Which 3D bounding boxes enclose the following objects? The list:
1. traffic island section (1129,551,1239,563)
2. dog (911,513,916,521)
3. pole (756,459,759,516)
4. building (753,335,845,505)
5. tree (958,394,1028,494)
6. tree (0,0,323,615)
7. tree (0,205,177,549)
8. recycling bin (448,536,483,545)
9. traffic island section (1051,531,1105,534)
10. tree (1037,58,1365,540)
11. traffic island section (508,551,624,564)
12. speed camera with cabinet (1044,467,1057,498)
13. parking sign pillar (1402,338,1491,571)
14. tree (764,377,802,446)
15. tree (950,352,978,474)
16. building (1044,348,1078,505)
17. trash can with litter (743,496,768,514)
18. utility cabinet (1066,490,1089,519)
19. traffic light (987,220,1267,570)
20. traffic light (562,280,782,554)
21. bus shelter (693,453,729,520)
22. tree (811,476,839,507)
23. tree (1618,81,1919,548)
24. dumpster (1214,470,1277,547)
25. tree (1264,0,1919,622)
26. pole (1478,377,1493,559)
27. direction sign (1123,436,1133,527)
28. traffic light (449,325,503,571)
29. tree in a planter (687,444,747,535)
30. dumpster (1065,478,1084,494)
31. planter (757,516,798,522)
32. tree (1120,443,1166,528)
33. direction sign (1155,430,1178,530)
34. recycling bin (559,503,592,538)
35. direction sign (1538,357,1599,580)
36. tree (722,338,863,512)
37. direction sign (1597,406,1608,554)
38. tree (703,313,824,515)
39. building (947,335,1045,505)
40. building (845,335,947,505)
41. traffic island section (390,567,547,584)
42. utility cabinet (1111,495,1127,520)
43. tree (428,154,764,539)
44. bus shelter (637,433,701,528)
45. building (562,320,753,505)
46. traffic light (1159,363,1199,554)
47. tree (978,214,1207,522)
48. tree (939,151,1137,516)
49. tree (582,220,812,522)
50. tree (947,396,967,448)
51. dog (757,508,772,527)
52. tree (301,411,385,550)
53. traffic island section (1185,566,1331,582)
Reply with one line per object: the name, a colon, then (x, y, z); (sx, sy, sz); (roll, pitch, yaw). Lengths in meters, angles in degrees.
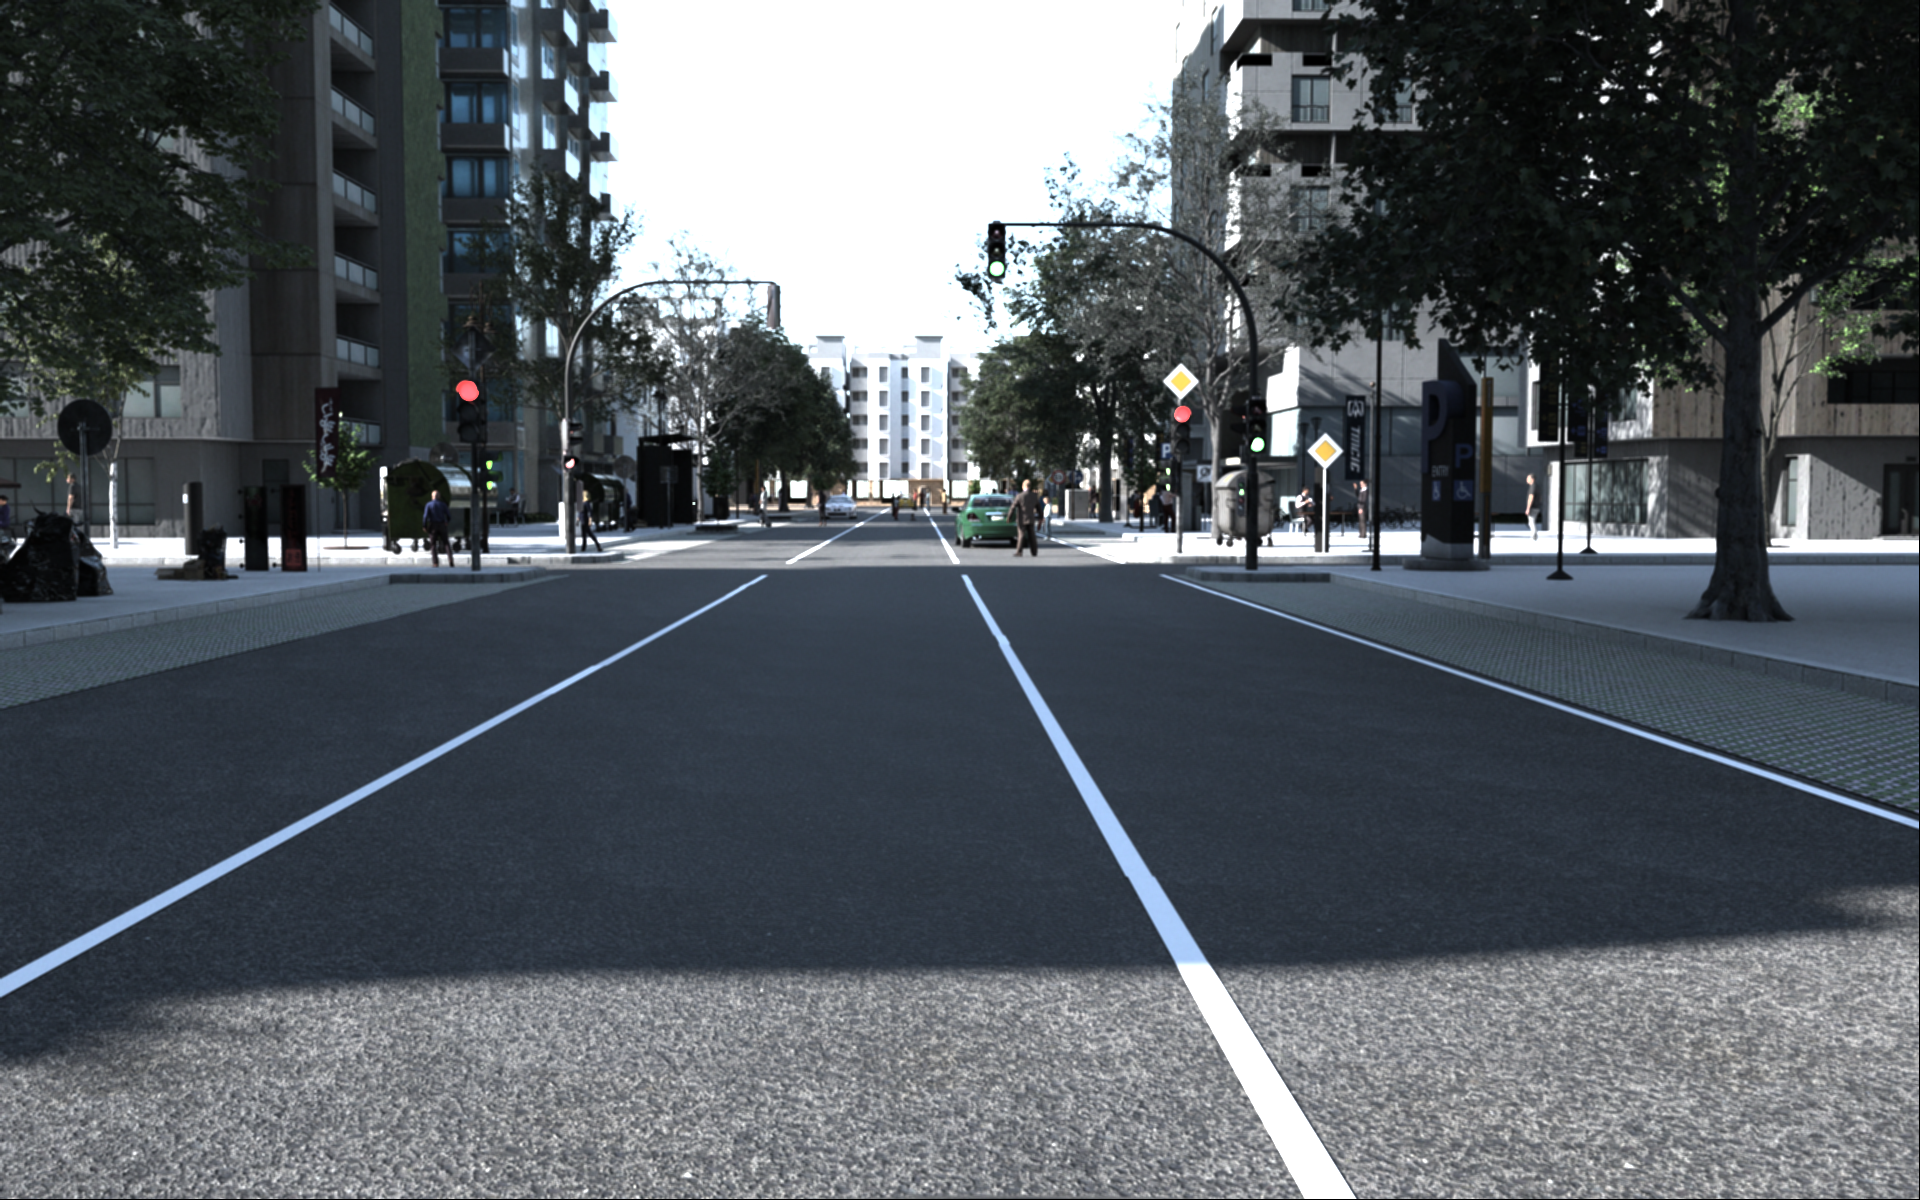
traffic island section: (4.748, -0.920, 37.327); (2.009, 0.180, 2.903); (0, 4, -1)
dog: (-2.466, -4.498, 93.742); (0.550, 0.427, 0.748); (3, 5, 39)
pole: (-11.910, -6.603, 101.809); (0.158, 3.312, 0.155); (0, 3, 0)
building: (-19.471, -21.732, 211.745); (11.380, 20.091, 16.016); (0, 4, -1)
tree: (3.931, -15.702, 182.487); (9.928, 11.665, 9.643); (0, 3, 0)
tree: (-10.532, -6.137, 18.473); (7.486, 12.596, 7.792); (0, 3, 0)
tree: (-19.998, -5.508, 40.420); (4.737, 8.622, 4.395); (0, 3, 0)
recycling bin: (-12.514, -1.907, 43.735); (0.722, 1.027, 0.722); (1, 4, 10)
traffic island section: (4.117, -2.401, 62.115); (1.991, 0.108, 1.994); (0, 4, -1)
tree: (7.234, -8.477, 48.968); (12.009, 13.543, 11.850); (0, 3, 0)
traffic island section: (-8.330, -0.900, 37.002); (2.009, 0.180, 2.903); (0, 4, -1)
speed camera with cabinet: (6.428, -7.109, 110.574); (2.038, 3.252, 0.660); (-1, 4, -18)
parking sign pillar: (8.287, -2.503, 29.396); (1.447, 3.967, 1.447); (0, 4, -7)
tree: (-13.060, -9.952, 97.129); (8.767, 10.594, 7.601); (-1, 4, -9)
tree: (4.388, -13.704, 130.720); (9.857, 13.997, 8.962); (0, 3, 0)
building: (26.264, -21.180, 212.751); (31.486, 18.905, 16.747); (0, 4, -1)
trash can with litter: (-13.120, -6.087, 110.586); (2.233, 1.210, 1.678); (3, 5, 41)
utility cabinet: (5.918, -4.803, 87.205); (1.173, 1.500, 0.318); (-1, 4, -21)
traffic light: (2.821, -3.325, 29.036); (4.771, 5.953, 1.251); (0, 4, -1)
traffic light: (-6.200, -3.810, 36.956); (4.771, 5.953, 1.251); (0, 4, -1)
bus shelter: (-13.121, -5.811, 88.938); (2.014, 3.302, 5.546); (0, 4, -1)
tree: (-14.016, -11.766, 176.084); (4.285, 4.588, 4.351); (0, 3, 0)
tree: (19.432, -7.083, 41.568); (9.928, 11.665, 9.643); (0, 3, 0)
dumpster: (6.974, -2.233, 42.261); (1.264, 1.857, 1.865); (0, 4, -2)
tree: (7.917, -6.147, 17.508); (9.611, 12.733, 9.660); (0, 3, 0)
pole: (9.223, -2.235, 30.380); (0.158, 3.312, 0.155); (0, 3, 0)
direction sign: (6.583, -4.637, 67.805); (0.379, 3.537, 0.876); (-1, 4, -19)
traffic light: (-8.087, -2.444, 28.886); (0.839, 4.253, 0.868); (0, 4, -1)
tree in a planter: (-8.639, -3.944, 61.705); (1.991, 3.239, 1.994); (0, 4, -1)
dumpster: (6.950, -6.491, 108.624); (1.502, 2.255, 1.985); (0, 4, -1)
planter: (-9.316, -4.134, 88.729); (1.991, 0.319, 1.994); (0, 4, -1)
tree: (6.782, -4.320, 65.239); (1.663, 3.219, 1.824); (0, 3, 0)
direction sign: (7.368, -4.271, 61.820); (0.876, 3.537, 0.379); (-1, 4, -22)
recycling bin: (-11.366, -2.367, 51.257); (0.722, 1.027, 0.722); (-3, 5, -43)
direction sign: (9.024, -2.077, 25.956); (0.876, 3.537, 0.379); (-1, 4, -20)
tree: (-12.789, -12.741, 125.315); (9.611, 12.733, 9.660); (0, 3, 0)
direction sign: (13.544, -2.766, 37.214); (0.876, 3.537, 0.379); (-1, 4, -21)
tree: (-12.173, -11.630, 108.274); (7.486, 12.596, 7.792); (0, 3, 0)
building: (4.139, -21.751, 212.043); (11.380, 20.091, 16.016); (0, 4, -1)
building: (-7.729, -21.744, 211.929); (11.380, 20.091, 16.016); (0, 4, -1)
traffic island section: (-8.127, -0.412, 29.020); (2.009, 0.180, 2.903); (0, 4, -1)
utility cabinet: (7.754, -4.539, 85.377); (1.020, 1.237, 0.306); (0, 4, 8)
tree: (-11.349, -6.984, 48.602); (8.767, 10.594, 7.601); (3, 5, 45)
bus shelter: (-11.603, -4.780, 69.432); (1.731, 3.624, 6.357); (0, 4, -1)
building: (-41.773, -22.802, 216.780); (32.646, 21.610, 27.936); (0, 4, -1)
traffic light: (4.707, -2.954, 37.212); (0.839, 4.253, 0.868); (0, 4, -1)
tree: (6.535, -10.503, 78.375); (9.857, 13.997, 8.962); (0, 3, 0)
tree: (5.128, -14.842, 98.555); (12.611, 20.169, 13.585); (0, 3, 0)
tree: (-11.973, -10.301, 78.792); (12.009, 13.543, 11.850); (0, 3, 0)
tree: (4.012, -14.519, 147.757); (12.009, 13.543, 11.850); (0, 3, 0)
dog: (-8.298, -3.507, 74.184); (0.513, 0.831, 0.800); (-2, 4, -35)
tree: (-14.398, -2.803, 40.428); (1.663, 3.219, 1.824); (0, 3, 0)
traffic island section: (4.950, -0.432, 29.345); (2.009, 0.180, 2.903); (0, 4, -1)
